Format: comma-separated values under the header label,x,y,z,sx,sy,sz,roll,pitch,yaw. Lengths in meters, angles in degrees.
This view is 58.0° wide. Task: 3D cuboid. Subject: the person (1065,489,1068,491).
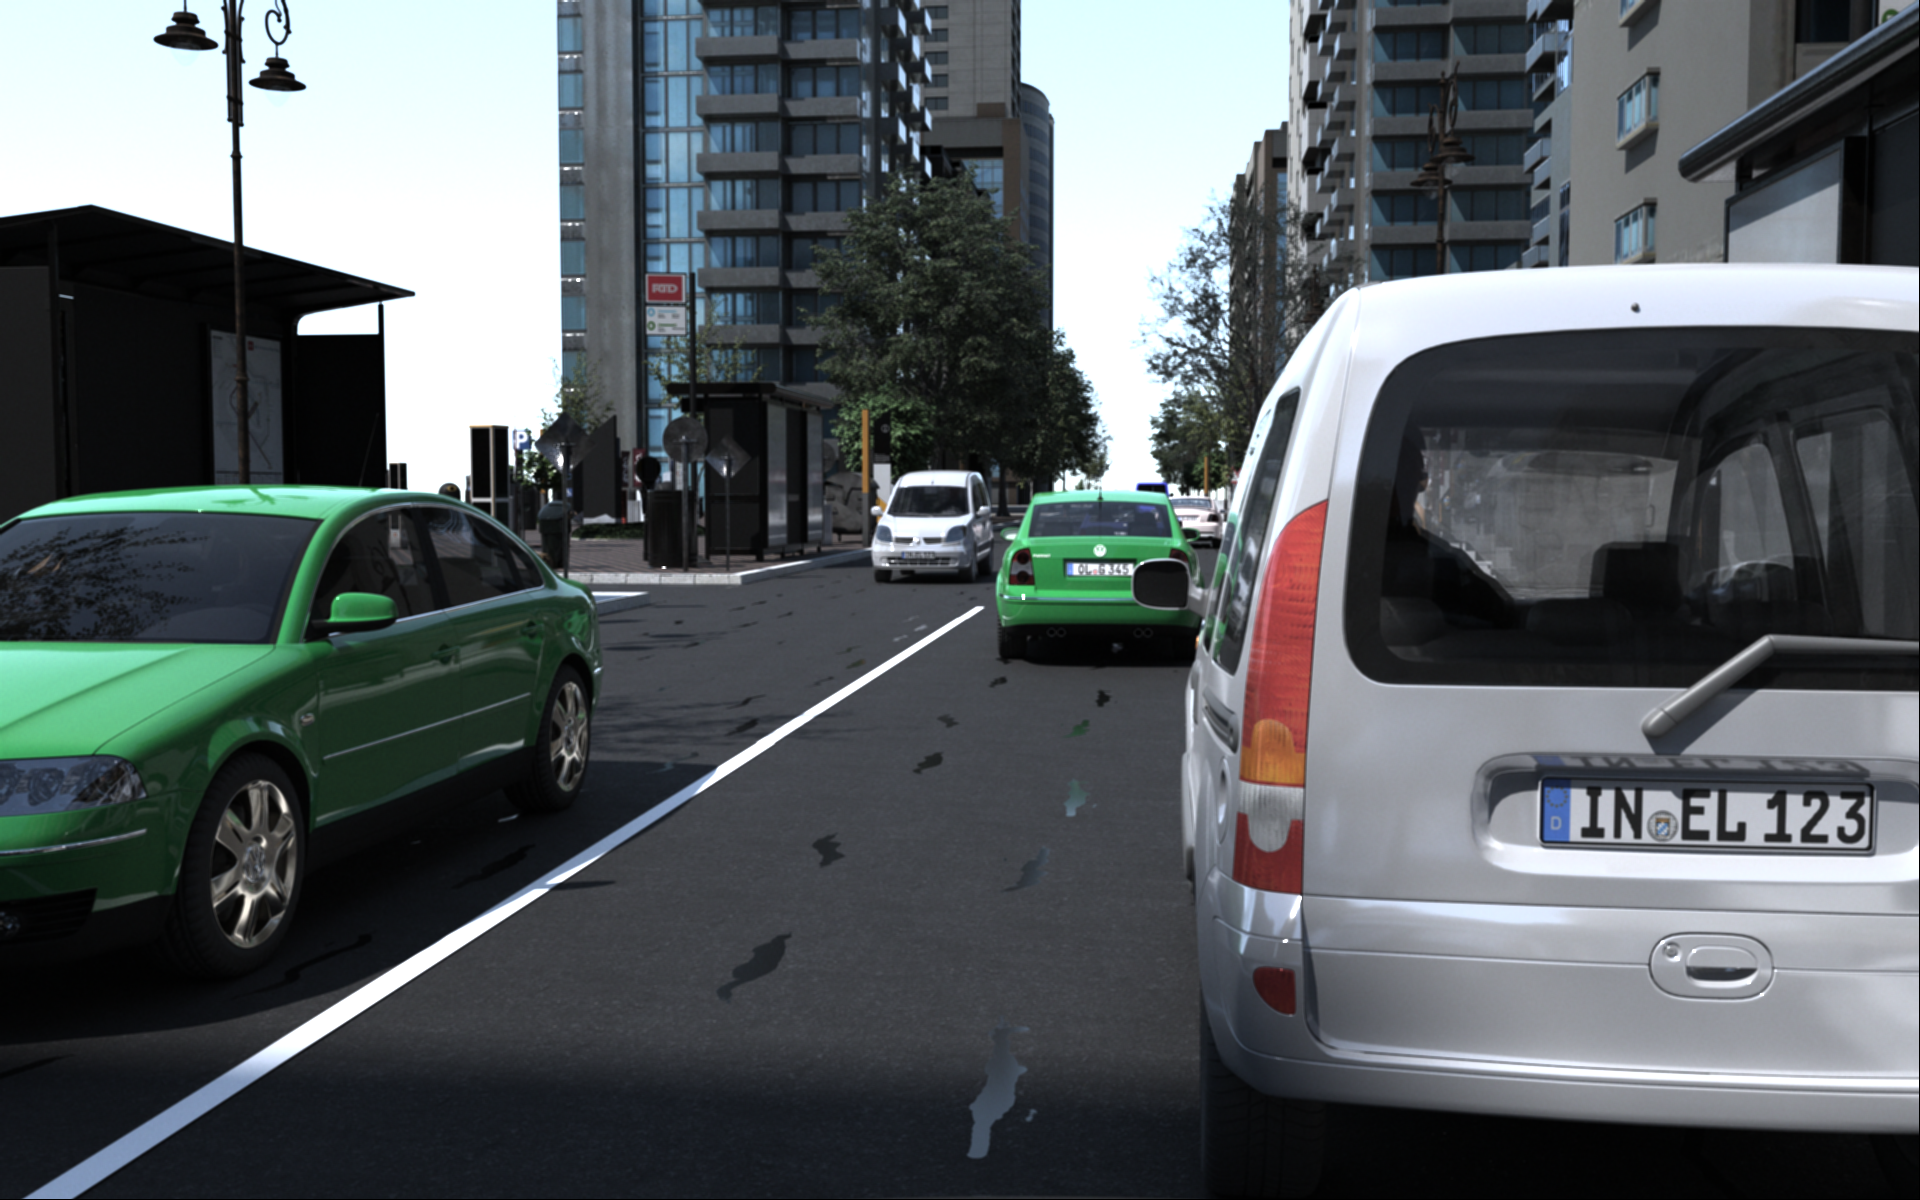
label,x,y,z,sx,sy,sz,roll,pitch,yaw
person,6.674,-6.003,107.439,1.217,1.735,0.721,-2,4,-29

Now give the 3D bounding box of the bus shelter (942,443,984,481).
label,x,y,z,sx,sy,sz,roll,pitch,yaw
bus shelter,0.246,-5.195,76.223,1.731,3.624,6.357,0,4,7

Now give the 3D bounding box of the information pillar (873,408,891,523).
label,x,y,z,sx,sy,sz,roll,pitch,yaw
information pillar,-2.110,-3.424,47.330,0.504,3.616,0.183,0,4,-1

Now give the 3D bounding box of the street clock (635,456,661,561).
label,x,y,z,sx,sy,sz,roll,pitch,yaw
street clock,-5.994,-1.757,33.296,0.471,2.002,0.358,-1,4,-20

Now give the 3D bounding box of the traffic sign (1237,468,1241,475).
label,x,y,z,sx,sy,sz,roll,pitch,yaw
traffic sign,14.026,-5.300,86.660,0.884,2.594,0.081,1,4,14

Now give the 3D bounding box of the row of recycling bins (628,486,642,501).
label,x,y,z,sx,sy,sz,roll,pitch,yaw
row of recycling bins,-13.998,-4.257,76.712,1.069,1.692,3.534,0,4,2

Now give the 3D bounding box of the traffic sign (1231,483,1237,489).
label,x,y,z,sx,sy,sz,roll,pitch,yaw
traffic sign,15.451,-5.934,97.127,0.768,2.556,0.104,0,4,7

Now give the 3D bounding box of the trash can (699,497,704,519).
label,x,y,z,sx,sy,sz,roll,pitch,yaw
trash can,-13.811,-4.854,91.018,0.748,1.137,0.748,0,3,0

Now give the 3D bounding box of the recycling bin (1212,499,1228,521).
label,x,y,z,sx,sy,sz,roll,pitch,yaw
recycling bin,12.251,-4.215,81.477,0.722,1.027,0.722,2,4,32

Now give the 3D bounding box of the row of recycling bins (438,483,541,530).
label,x,y,z,sx,sy,sz,roll,pitch,yaw
row of recycling bins,-16.956,-3.365,62.123,3.534,1.692,1.069,0,4,1

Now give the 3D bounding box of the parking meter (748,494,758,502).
label,x,y,z,sx,sy,sz,roll,pitch,yaw
parking meter,-7.137,-3.143,59.794,0.372,1.533,0.369,0,3,0

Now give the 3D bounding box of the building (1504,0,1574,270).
label,x,y,z,sx,sy,sz,roll,pitch,yaw
building,35.559,-46.958,80.439,22.319,86.520,31.000,0,4,7

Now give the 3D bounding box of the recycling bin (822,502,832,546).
label,x,y,z,sx,sy,sz,roll,pitch,yaw
recycling bin,-3.637,-1.843,42.694,0.722,1.027,0.722,3,4,37

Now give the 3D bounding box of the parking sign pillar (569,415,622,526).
label,x,y,z,sx,sy,sz,roll,pitch,yaw
parking sign pillar,-12.279,-4.339,59.415,1.447,3.967,1.447,1,4,22

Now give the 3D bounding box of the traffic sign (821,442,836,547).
label,x,y,z,sx,sy,sz,roll,pitch,yaw
traffic sign,-3.385,-2.555,41.883,0.768,2.556,0.104,1,4,10

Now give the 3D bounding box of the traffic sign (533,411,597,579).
label,x,y,z,sx,sy,sz,roll,pitch,yaw
traffic sign,-4.803,-1.066,21.076,0.795,2.450,0.064,0,4,7

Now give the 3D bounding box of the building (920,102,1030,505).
label,x,y,z,sx,sy,sz,roll,pitch,yaw
building,0.683,-33.802,202.774,14.600,45.320,14.200,0,4,7

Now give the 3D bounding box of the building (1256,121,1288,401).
label,x,y,z,sx,sy,sz,roll,pitch,yaw
building,42.952,-34.123,208.029,14.600,45.320,14.200,0,4,7

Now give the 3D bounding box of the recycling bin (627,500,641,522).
label,x,y,z,sx,sy,sz,roll,pitch,yaw
recycling bin,-12.946,-3.398,68.115,0.722,1.027,0.722,-1,4,-13

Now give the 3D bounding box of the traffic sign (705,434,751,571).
label,x,y,z,sx,sy,sz,roll,pitch,yaw
traffic sign,-3.892,-1.551,29.009,0.795,2.450,0.064,0,4,7

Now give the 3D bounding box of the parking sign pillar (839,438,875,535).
label,x,y,z,sx,sy,sz,roll,pitch,yaw
parking sign pillar,-3.188,-4.081,55.194,1.447,3.967,1.447,1,4,12

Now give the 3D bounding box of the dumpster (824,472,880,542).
label,x,y,z,sx,sy,sz,roll,pitch,yaw
dumpster,-2.876,-2.445,45.735,1.264,1.857,1.865,0,4,6

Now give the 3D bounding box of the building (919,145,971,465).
label,x,y,z,sx,sy,sz,roll,pitch,yaw
building,-7.088,-22.767,143.946,14.160,30.474,14.107,0,4,7

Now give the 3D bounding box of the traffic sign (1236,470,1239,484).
label,x,y,z,sx,sy,sz,roll,pitch,yaw
traffic sign,14.998,-5.680,92.979,0.768,2.556,0.104,0,4,8

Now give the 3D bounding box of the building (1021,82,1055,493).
label,x,y,z,sx,sy,sz,roll,pitch,yaw
building,1.963,-43.012,245.245,21.231,58.520,28.212,0,4,7

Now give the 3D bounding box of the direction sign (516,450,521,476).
label,x,y,z,sx,sy,sz,roll,pitch,yaw
direction sign,-21.353,-5.623,83.933,0.379,3.537,0.876,0,4,6

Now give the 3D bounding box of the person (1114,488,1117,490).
label,x,y,z,sx,sy,sz,roll,pitch,yaw
person,10.397,-6.543,115.607,1.348,1.807,0.705,-1,4,-13

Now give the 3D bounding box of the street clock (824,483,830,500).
label,x,y,z,sx,sy,sz,roll,pitch,yaw
street clock,-8.131,-6.151,105.133,0.471,2.002,0.358,0,4,-1

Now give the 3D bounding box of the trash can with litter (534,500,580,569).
label,x,y,z,sx,sy,sz,roll,pitch,yaw
trash can with litter,-6.999,-1.122,29.724,0.624,1.170,1.055,1,4,11

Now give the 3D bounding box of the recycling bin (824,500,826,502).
label,x,y,z,sx,sy,sz,roll,pitch,yaw
recycling bin,-5.862,-3.719,73.359,0.722,1.027,0.722,0,4,-6

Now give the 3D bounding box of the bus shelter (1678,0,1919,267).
label,x,y,z,sx,sy,sz,roll,pitch,yaw
bus shelter,5.232,-1.906,8.797,2.179,5.291,8.768,0,4,7

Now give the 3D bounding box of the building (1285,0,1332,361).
label,x,y,z,sx,sy,sz,roll,pitch,yaw
building,43.434,-34.493,153.203,28.713,52.752,27.495,0,4,7

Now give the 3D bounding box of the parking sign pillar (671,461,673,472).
label,x,y,z,sx,sy,sz,roll,pitch,yaw
parking sign pillar,-16.470,-6.818,99.950,1.447,3.967,1.447,-1,4,-14

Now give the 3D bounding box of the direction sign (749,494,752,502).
label,x,y,z,sx,sy,sz,roll,pitch,yaw
direction sign,-5.036,-3.039,41.677,0.379,3.537,0.876,1,4,8

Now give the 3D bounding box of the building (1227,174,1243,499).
label,x,y,z,sx,sy,sz,roll,pitch,yaw
building,49.551,-38.139,247.270,21.300,48.544,21.600,0,4,7

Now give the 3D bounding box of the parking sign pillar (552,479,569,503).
label,x,y,z,sx,sy,sz,roll,pitch,yaw
parking sign pillar,-15.520,-4.970,69.724,1.447,3.967,1.447,1,4,10

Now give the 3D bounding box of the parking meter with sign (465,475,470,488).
label,x,y,z,sx,sy,sz,roll,pitch,yaw
parking meter with sign,-19.599,-4.515,70.075,1.738,3.016,0.543,1,4,18

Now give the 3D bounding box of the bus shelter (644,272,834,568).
label,x,y,z,sx,sy,sz,roll,pitch,yaw
bus shelter,-4.337,-3.448,34.014,2.179,5.291,8.768,0,4,6

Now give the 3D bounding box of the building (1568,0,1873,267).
label,x,y,z,sx,sy,sz,roll,pitch,yaw
building,27.235,-25.629,42.733,21.600,48.544,21.300,0,4,7

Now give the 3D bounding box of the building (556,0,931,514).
label,x,y,z,sx,sy,sz,roll,pitch,yaw
building,-14.070,-30.655,120.814,23.786,49.044,30.456,0,4,7

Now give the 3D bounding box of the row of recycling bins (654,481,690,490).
label,x,y,z,sx,sy,sz,roll,pitch,yaw
row of recycling bins,-9.509,-3.055,57.057,1.069,1.692,3.534,0,4,-3

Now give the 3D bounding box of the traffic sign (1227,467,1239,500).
label,x,y,z,sx,sy,sz,roll,pitch,yaw
traffic sign,12.721,-4.941,80.790,0.884,2.594,0.081,1,4,9

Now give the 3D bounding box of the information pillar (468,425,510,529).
label,x,y,z,sx,sy,sz,roll,pitch,yaw
information pillar,-5.022,-0.858,18.528,0.304,2.012,0.304,1,4,20

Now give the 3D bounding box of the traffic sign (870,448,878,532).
label,x,y,z,sx,sy,sz,roll,pitch,yaw
traffic sign,-2.324,-2.924,47.915,0.768,2.556,0.104,1,4,12

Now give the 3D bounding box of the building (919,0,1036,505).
label,x,y,z,sx,sy,sz,roll,pitch,yaw
building,-0.617,-47.843,220.491,20.563,71.187,20.611,0,4,7

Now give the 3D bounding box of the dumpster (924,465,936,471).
label,x,y,z,sx,sy,sz,roll,pitch,yaw
dumpster,-1.317,-3.355,57.342,1.502,2.255,1.985,0,4,6

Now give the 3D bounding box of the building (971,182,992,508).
label,x,y,z,sx,sy,sz,roll,pitch,yaw
building,-4.745,-23.625,157.963,14.160,30.474,14.107,0,4,7

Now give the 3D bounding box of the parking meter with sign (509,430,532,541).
label,x,y,z,sx,sy,sz,roll,pitch,yaw
parking meter with sign,-12.070,-3.050,46.134,0.543,3.016,1.738,1,4,15

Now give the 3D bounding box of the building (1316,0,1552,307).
label,x,y,z,sx,sy,sz,roll,pitch,yaw
building,37.648,-30.886,124.599,23.786,49.044,30.456,0,4,7

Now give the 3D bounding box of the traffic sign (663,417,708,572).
label,x,y,z,sx,sy,sz,roll,pitch,yaw
traffic sign,-4.533,-1.739,28.536,0.768,2.556,0.104,0,4,8

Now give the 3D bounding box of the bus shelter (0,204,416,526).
label,x,y,z,sx,sy,sz,roll,pitch,yaw
bus shelter,-7.532,-1.589,17.267,1.731,3.624,6.357,0,4,7

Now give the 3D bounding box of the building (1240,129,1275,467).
label,x,y,z,sx,sy,sz,roll,pitch,yaw
building,48.264,-36.800,225.387,21.300,48.544,21.600,0,4,7

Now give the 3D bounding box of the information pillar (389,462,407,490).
label,x,y,z,sx,sy,sz,roll,pitch,yaw
information pillar,-13.081,-2.194,40.356,0.304,2.012,0.304,1,4,18

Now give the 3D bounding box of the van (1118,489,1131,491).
label,x,y,z,sx,sy,sz,roll,pitch,yaw
van,21.039,-13.346,222.584,2.240,2.365,5.245,0,4,8
